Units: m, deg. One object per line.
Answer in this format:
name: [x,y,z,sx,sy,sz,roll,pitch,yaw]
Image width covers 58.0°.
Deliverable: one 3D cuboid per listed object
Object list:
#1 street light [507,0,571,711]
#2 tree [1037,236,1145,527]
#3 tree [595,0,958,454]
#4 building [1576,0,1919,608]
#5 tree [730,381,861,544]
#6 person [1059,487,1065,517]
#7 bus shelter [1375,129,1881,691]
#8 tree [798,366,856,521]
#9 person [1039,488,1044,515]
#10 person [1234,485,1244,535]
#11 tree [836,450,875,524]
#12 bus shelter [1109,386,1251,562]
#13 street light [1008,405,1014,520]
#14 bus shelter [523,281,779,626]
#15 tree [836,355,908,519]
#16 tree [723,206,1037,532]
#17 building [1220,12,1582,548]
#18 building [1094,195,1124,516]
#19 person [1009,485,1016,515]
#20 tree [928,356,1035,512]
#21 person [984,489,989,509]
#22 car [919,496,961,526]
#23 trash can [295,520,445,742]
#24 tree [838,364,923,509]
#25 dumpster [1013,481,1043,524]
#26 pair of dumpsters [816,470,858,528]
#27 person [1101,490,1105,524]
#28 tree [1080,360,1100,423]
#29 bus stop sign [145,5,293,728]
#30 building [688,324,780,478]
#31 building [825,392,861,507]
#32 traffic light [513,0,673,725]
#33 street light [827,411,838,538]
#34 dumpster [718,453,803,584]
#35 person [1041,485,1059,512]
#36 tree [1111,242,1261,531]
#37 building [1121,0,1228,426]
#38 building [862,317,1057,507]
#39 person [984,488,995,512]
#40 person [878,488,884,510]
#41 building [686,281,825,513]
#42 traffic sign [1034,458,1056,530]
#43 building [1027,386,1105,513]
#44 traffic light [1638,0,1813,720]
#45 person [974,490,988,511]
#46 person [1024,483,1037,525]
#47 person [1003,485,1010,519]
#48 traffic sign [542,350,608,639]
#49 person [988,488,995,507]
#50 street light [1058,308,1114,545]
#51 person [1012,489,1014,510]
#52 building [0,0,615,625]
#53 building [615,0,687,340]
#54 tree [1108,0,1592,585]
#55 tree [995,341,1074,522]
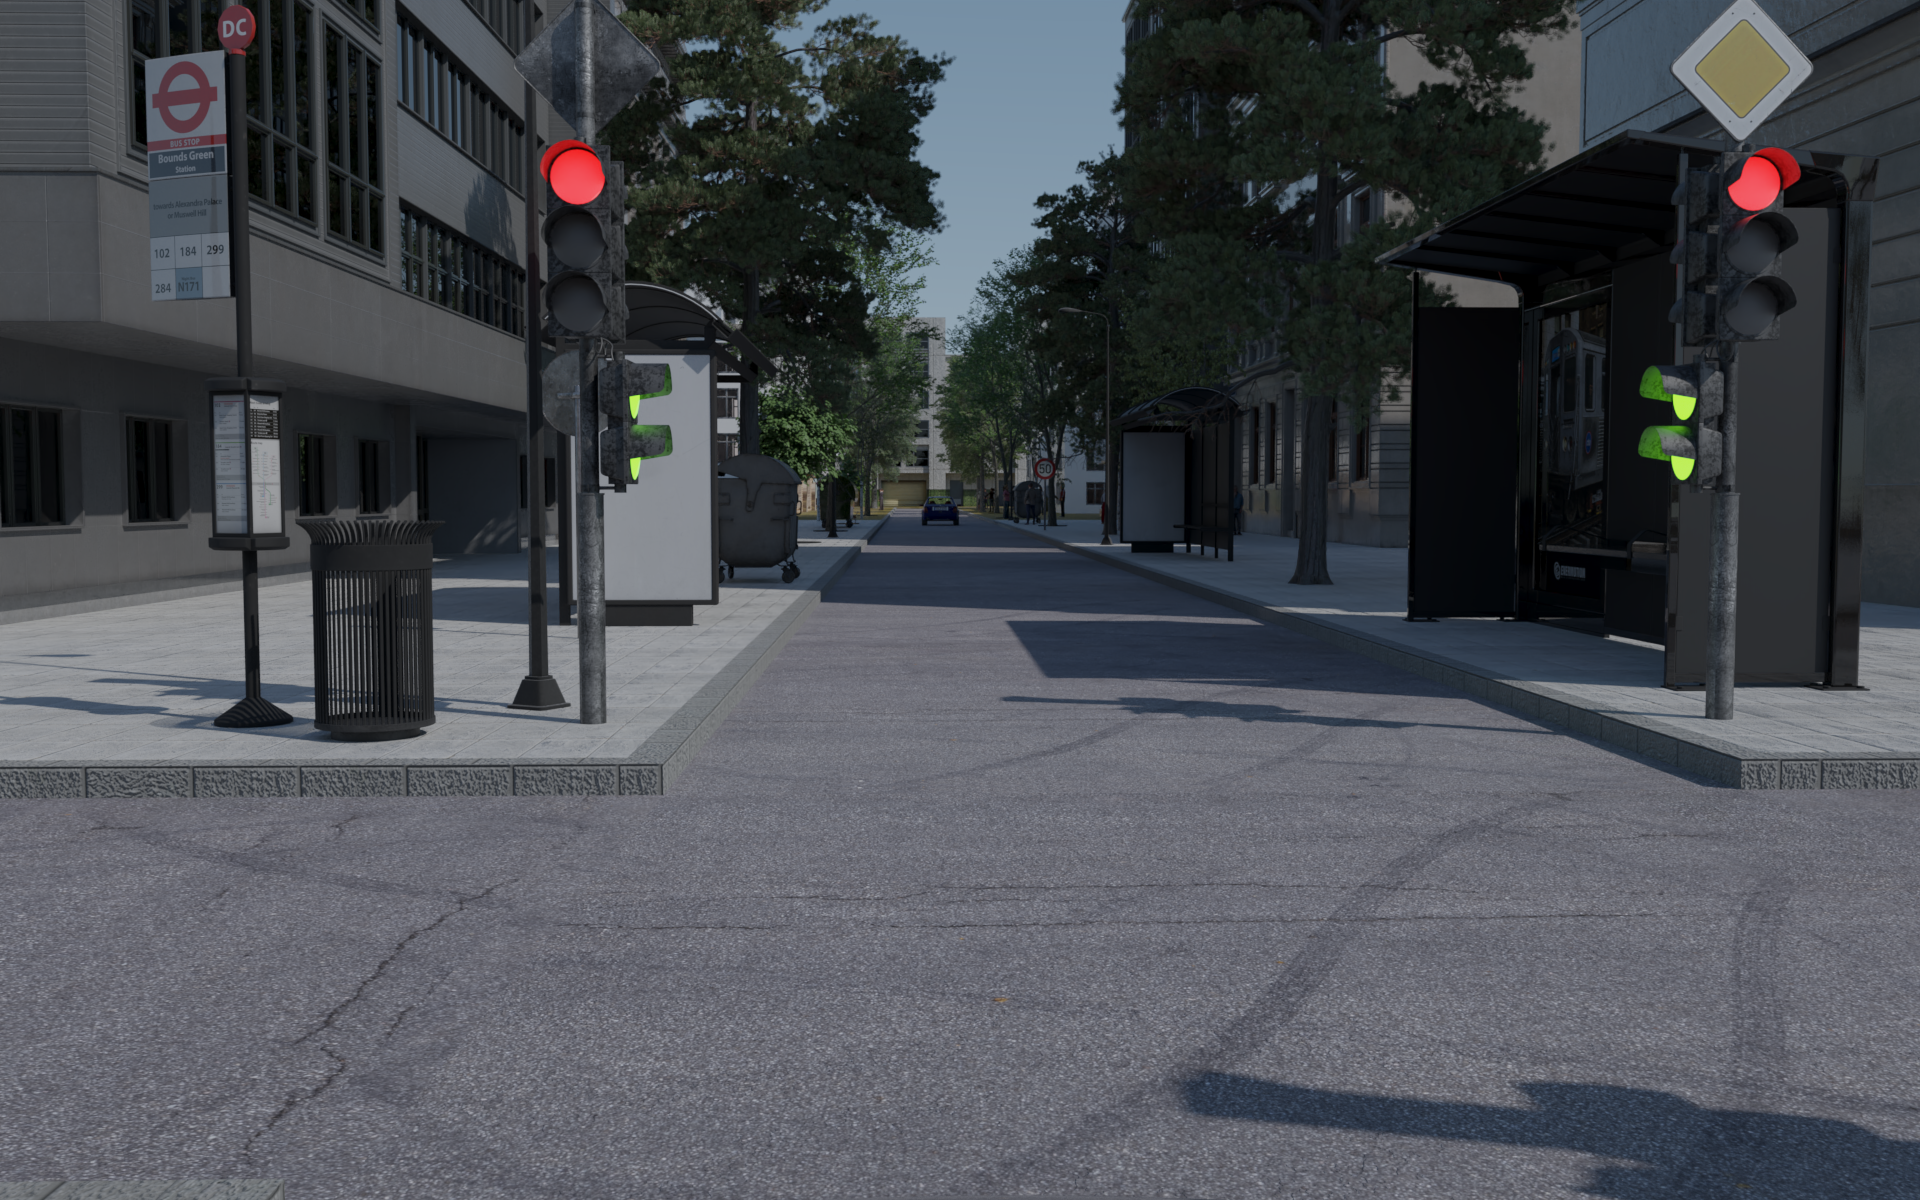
street light: [-1.989,-2.306,10.243,1.470,5.913,1.316,0,4,-2]
tree: [3.764,-8.746,68.752,9.928,11.665,9.643,0,3,0]
tree: [-3.948,-7.744,34.035,7.806,13.903,7.818,0,3,0]
building: [24.915,-11.560,22.290,30.059,22.955,16.112,0,4,-2]
tree: [-4.321,-3.766,45.286,4.285,4.588,4.351,0,3,0]
person: [5.659,-5.510,96.099,0.705,1.831,1.348,0,4,-1]
bus shelter: [5.075,-1.409,14.324,1.731,3.624,6.357,0,4,-2]
tree: [-6.768,-8.038,81.786,4.737,8.622,4.395,0,3,0]
person: [4.918,-6.061,105.861,1.217,1.735,0.721,1,4,18]
person: [8.583,-2.781,53.726,0.499,1.552,0.429,2,4,26]
tree: [-4.687,-4.839,73.726,1.663,3.219,1.824,0,3,0]
bus shelter: [4.354,-2.528,35.253,2.014,3.302,5.546,0,4,-2]
street light: [1.962,-6.823,84.100,1.470,5.913,1.316,0,4,-2]
bus shelter: [-3.214,-1.549,19.247,2.014,3.302,5.546,0,4,-2]
tree: [-4.768,-8.413,87.907,4.360,8.622,3.978,0,3,0]
tree: [-4.432,-8.131,58.699,9.928,11.665,9.643,0,3,0]
building: [14.653,-13.100,50.340,11.583,22.565,21.152,0,4,-2]
building: [15.504,-14.533,94.030,16.016,20.091,11.380,0,4,-2]
person: [3.322,-6.225,107.840,1.348,1.822,0.705,-1,4,-19]
tree: [1.615,-12.566,123.575,7.486,12.596,7.792,0,3,0]
person: [2.031,-8.623,147.558,0.750,1.759,0.617,-2,4,-27]
car: [-0.910,-4.131,80.119,1.945,1.354,3.894,0,4,-1]
trash can: [-3.099,0.153,9.152,0.748,1.137,0.748,0,3,0]
tree: [-7.660,-15.096,153.476,9.857,13.997,8.962,0,3,0]
dumpster: [2.975,-4.281,75.750,1.264,1.857,1.865,0,4,-2]
pair of dumpsters: [-4.755,-3.944,66.972,1.574,2.255,4.436,0,4,-2]
person: [6.228,-3.999,73.890,0.523,1.526,0.387,3,4,37]
tree: [5.831,-6.738,60.533,4.737,8.622,4.395,0,3,0]
bus stop sign: [-4.157,-1.281,9.650,0.855,3.939,0.416,1,4,21]
building: [-14.323,-9.621,99.451,9.099,9.664,28.070,0,4,-2]
building: [-15.803,-19.861,181.144,11.380,20.091,16.016,0,4,-2]
traffic light: [-2.037,-1.244,9.586,0.839,4.213,0.868,0,4,-2]
street light: [-3.215,-4.797,50.970,1.470,5.913,1.316,0,4,-2]
dumpster: [-2.995,-1.205,25.454,1.264,1.857,1.865,0,4,-2]
person: [4.556,-5.101,90.175,1.217,1.736,0.721,1,4,9]
tree: [6.422,-5.984,48.203,4.737,8.622,4.395,0,3,0]
building: [15.198,-17.086,72.869,14.314,27.812,24.014,0,4,-2]
building: [5.615,-19.298,181.987,31.486,18.905,16.747,0,4,-2]
person: [2.183,-7.057,122.246,1.217,1.723,0.721,-2,4,-34]
person: [-6.220,-7.917,136.283,0.445,1.727,0.742,0,4,-3]
building: [-18.768,-16.793,130.980,16.016,20.091,11.380,0,4,-2]
traffic sign: [3.000,-3.734,61.152,0.768,2.556,0.104,0,4,1]
building: [10.807,-12.239,142.258,9.099,9.664,28.070,0,4,-2]
traffic light: [4.321,-1.257,9.789,0.839,4.213,0.868,0,4,-2]
person: [1.556,-7.381,127.503,1.217,1.735,0.721,-1,4,-21]
person: [2.903,-4.033,72.510,0.617,1.759,0.750,-1,4,-15]
person: [2.476,-5.040,89.171,0.721,1.743,1.217,1,4,22]
traffic sign: [-3.358,-0.930,15.305,0.768,2.556,0.104,0,4,7]
person: [3.030,-9.258,157.417,0.705,1.824,1.348,3,4,38]
street light: [3.148,-4.332,43.372,1.470,5.913,1.316,0,4,-2]
person: [4.211,-7.961,137.147,0.756,1.711,0.436,-3,5,-43]
building: [-15.047,-12.796,28.277,14.314,24.678,30.058,0,4,-2]
building: [-16.139,-13.061,55.347,13.314,21.916,24.055,0,4,-2]
tree: [5.110,-6.261,24.424,6.751,12.117,7.091,0,3,0]
tree: [3.579,-7.921,79.872,4.360,8.622,3.978,0,3,0]
